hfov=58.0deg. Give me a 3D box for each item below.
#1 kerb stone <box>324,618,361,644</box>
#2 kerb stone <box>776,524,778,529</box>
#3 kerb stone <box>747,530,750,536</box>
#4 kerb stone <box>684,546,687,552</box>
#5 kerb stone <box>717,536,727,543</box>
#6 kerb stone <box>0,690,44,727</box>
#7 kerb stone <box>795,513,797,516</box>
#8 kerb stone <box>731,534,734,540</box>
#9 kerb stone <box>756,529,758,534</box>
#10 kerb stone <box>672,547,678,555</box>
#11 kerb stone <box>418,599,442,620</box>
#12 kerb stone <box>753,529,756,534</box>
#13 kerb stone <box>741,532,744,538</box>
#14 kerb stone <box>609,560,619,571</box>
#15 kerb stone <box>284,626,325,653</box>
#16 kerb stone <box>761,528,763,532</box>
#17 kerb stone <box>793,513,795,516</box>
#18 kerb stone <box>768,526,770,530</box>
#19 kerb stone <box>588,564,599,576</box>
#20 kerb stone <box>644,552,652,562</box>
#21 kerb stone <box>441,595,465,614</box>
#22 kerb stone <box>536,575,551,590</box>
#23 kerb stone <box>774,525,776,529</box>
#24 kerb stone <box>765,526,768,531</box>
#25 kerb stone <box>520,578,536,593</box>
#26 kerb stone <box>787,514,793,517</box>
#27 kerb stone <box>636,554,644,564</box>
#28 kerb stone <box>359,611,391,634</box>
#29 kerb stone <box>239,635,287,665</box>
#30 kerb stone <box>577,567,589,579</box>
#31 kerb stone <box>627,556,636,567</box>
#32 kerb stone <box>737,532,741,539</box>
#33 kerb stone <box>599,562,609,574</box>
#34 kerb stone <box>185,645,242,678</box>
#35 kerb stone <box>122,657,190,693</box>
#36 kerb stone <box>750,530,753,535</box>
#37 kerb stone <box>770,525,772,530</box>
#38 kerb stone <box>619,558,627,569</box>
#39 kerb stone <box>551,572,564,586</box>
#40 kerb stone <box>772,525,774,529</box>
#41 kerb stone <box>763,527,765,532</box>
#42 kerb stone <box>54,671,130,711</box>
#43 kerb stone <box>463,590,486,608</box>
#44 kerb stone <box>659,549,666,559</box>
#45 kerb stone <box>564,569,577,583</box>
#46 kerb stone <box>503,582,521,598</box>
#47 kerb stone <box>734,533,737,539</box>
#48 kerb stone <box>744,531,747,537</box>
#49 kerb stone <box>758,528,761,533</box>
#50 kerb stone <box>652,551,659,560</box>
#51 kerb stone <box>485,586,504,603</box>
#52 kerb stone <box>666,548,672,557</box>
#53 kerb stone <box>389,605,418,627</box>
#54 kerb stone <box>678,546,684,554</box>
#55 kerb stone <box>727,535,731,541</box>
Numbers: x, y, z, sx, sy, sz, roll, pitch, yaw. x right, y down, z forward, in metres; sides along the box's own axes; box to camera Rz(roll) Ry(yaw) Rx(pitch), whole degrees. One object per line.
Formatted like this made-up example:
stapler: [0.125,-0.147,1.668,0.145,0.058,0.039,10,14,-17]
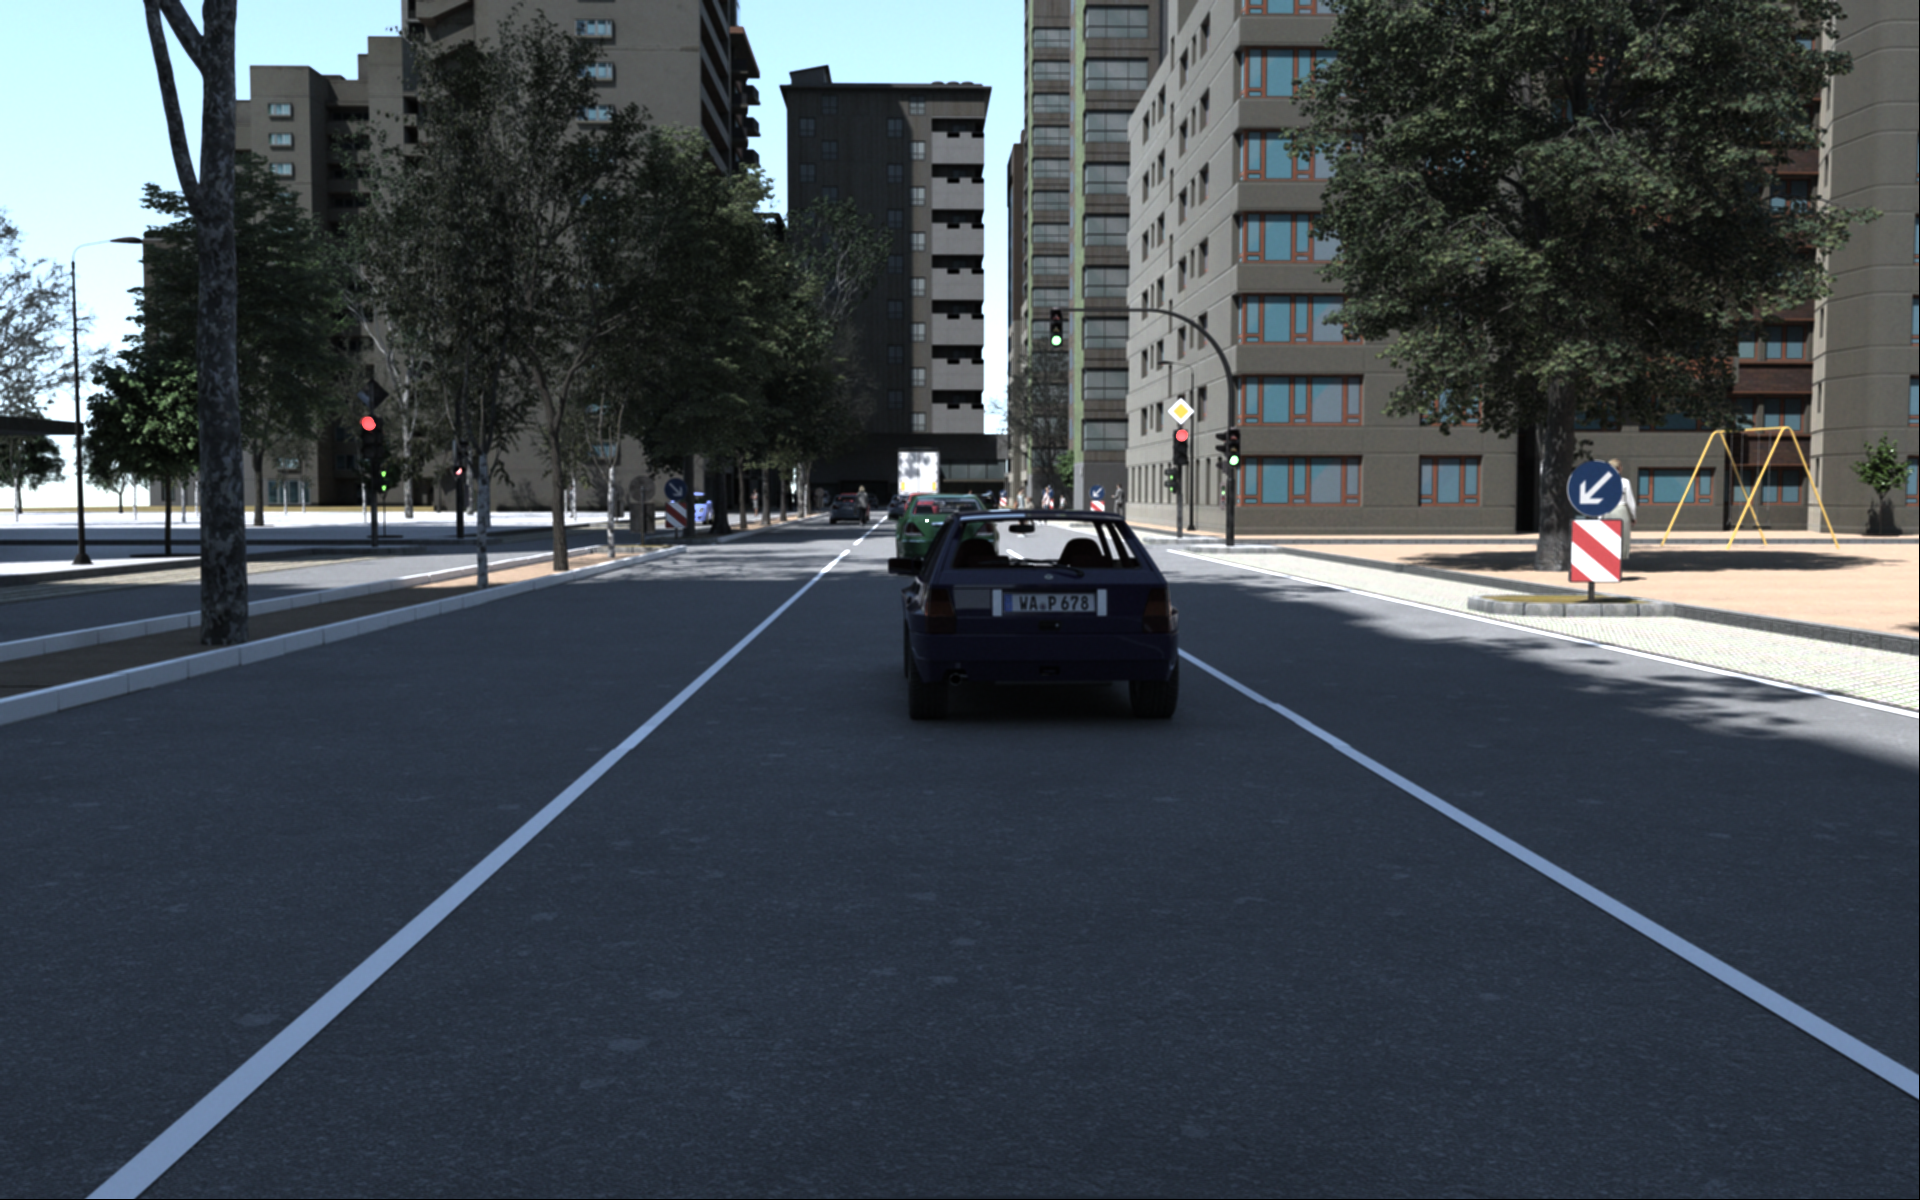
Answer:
kerb stone: [-6.149,0.315,17.053,0.120,0.150,1.000,0,4,-2]
kerb stone: [-7.646,-2.976,70.854,0.120,0.150,1.000,0,4,-2]
kerb stone: [-7.295,-2.220,58.555,0.120,0.150,1.000,0,4,-2]
kerb stone: [-6.860,-1.251,42.674,0.120,0.150,1.000,0,4,-2]
kerb stone: [-7.102,-1.785,51.379,0.120,0.150,1.000,0,4,-2]
kerb stone: [-5.976,0.696,10.885,0.120,0.150,1.000,0,4,-2]
kerb stone: [-10.889,-5.543,112.823,0.120,0.150,1.000,0,4,-2]
kerb stone: [-7.159,-1.910,53.432,0.120,0.150,1.000,0,4,-2]
kerb stone: [-7.386,-2.409,61.629,0.120,0.150,1.000,0,4,-2]
kerb stone: [-6.805,-1.127,40.625,0.120,0.150,1.000,0,4,-2]
kerb stone: [-6.238,0.127,20.117,0.120,0.150,1.000,0,4,-2]
kerb stone: [-7.349,-2.349,60.600,0.120,0.150,1.000,0,4,-2]
kerb stone: [-7.246,-2.097,56.505,0.120,0.150,1.000,0,4,-2]
kerb stone: [-6.579,-0.625,32.419,0.120,0.150,1.000,0,4,-2]
kerb stone: [-6.123,0.378,16.014,0.120,0.150,1.000,0,4,-2]
kerb stone: [-7.438,-2.537,63.676,0.120,0.150,1.000,0,4,-2]
kerb stone: [-10.879,-5.480,111.800,0.120,0.150,1.000,0,4,-2]
kerb stone: [-7.527,-2.717,66.757,0.120,0.150,1.000,0,4,-2]
kerb stone: [-6.523,-0.500,30.364,0.120,0.150,1.000,0,4,-2]
kerb stone: [-6.690,-0.873,36.513,0.120,0.150,1.000,0,4,-2]
kerb stone: [-6.265,0.064,21.151,0.120,0.150,1.000,0,4,-2]
kerb stone: [-6.405,-0.249,26.271,0.120,0.150,1.000,0,4,-2]
kerb stone: [-7.615,-2.914,69.832,0.120,0.150,1.000,0,4,-2]
kerb stone: [-7.492,-2.662,65.726,0.120,0.150,1.000,0,4,-2]
kerb stone: [-6.388,-0.186,25.243,0.120,0.150,1.000,0,4,-2]
kerb stone: [-10.815,-5.354,109.739,0.120,0.150,1.000,0,4,-2]
kerb stone: [-6.660,-0.811,35.491,0.120,0.150,1.000,0,4,-2]
kerb stone: [-6.180,0.252,18.074,0.120,0.150,1.000,0,4,-2]
kerb stone: [-6.089,0.441,14.989,0.120,0.150,1.000,0,4,-2]
kerb stone: [-6.487,-0.437,29.343,0.120,0.150,1.000,0,4,-2]
kerb stone: [-6.638,-0.748,34.470,0.120,0.150,1.000,0,4,-2]
kerb stone: [-7.216,-2.035,55.482,0.120,0.150,1.000,0,4,-2]
kerb stone: [-6.548,-0.560,31.387,0.120,0.150,1.000,0,4,-2]
kerb stone: [-6.069,0.503,13.967,0.120,0.150,1.000,0,4,-2]
kerb stone: [-6.039,0.567,12.930,0.120,0.150,1.000,0,4,-2]
kerb stone: [-7.321,-2.286,59.577,0.120,0.150,1.000,0,4,-2]
kerb stone: [-7.561,-2.788,67.780,0.120,0.150,1.000,0,4,-2]
kerb stone: [-6.615,-0.688,33.446,0.120,0.150,1.000,0,4,-2]
kerb stone: [-6.435,-0.312,27.293,0.120,0.150,1.000,0,4,-2]
kerb stone: [-7.580,-2.851,68.802,0.120,0.150,1.000,0,4,-2]
kerb stone: [-7.474,-2.598,64.704,0.120,0.150,1.000,0,4,-2]
kerb stone: [-6.011,0.634,11.909,0.120,0.150,1.000,0,4,-2]
kerb stone: [-6.289,0.001,22.174,0.120,0.150,1.000,0,4,-2]
kerb stone: [-6.743,-1.001,38.564,0.120,0.150,1.000,0,4,-2]
kerb stone: [-6.468,-0.370,28.320,0.120,0.150,1.000,0,4,-2]
kerb stone: [-6.355,-0.122,24.217,0.120,0.150,1.000,0,4,-2]
kerb stone: [-7.187,-1.973,54.460,0.120,0.150,1.000,0,4,-2]
kerb stone: [-7.271,-2.161,57.528,0.120,0.150,1.000,0,4,-2]
kerb stone: [-7.408,-2.475,62.654,0.120,0.150,1.000,0,4,-2]
kerb stone: [-6.718,-0.938,37.538,0.120,0.150,1.000,0,4,-2]
kerb stone: [-6.325,-0.061,23.196,0.120,0.150,1.000,0,4,-2]
kerb stone: [-6.779,-1.064,39.593,0.120,0.150,1.000,0,4,-2]
kerb stone: [-6.211,0.190,19.096,0.120,0.150,1.000,0,4,-2]
kerb stone: [-6.834,-1.190,41.653,0.120,0.150,1.000,0,4,-2]
kerb stone: [-7.127,-1.847,52.401,0.120,0.150,1.000,0,4,-2]
